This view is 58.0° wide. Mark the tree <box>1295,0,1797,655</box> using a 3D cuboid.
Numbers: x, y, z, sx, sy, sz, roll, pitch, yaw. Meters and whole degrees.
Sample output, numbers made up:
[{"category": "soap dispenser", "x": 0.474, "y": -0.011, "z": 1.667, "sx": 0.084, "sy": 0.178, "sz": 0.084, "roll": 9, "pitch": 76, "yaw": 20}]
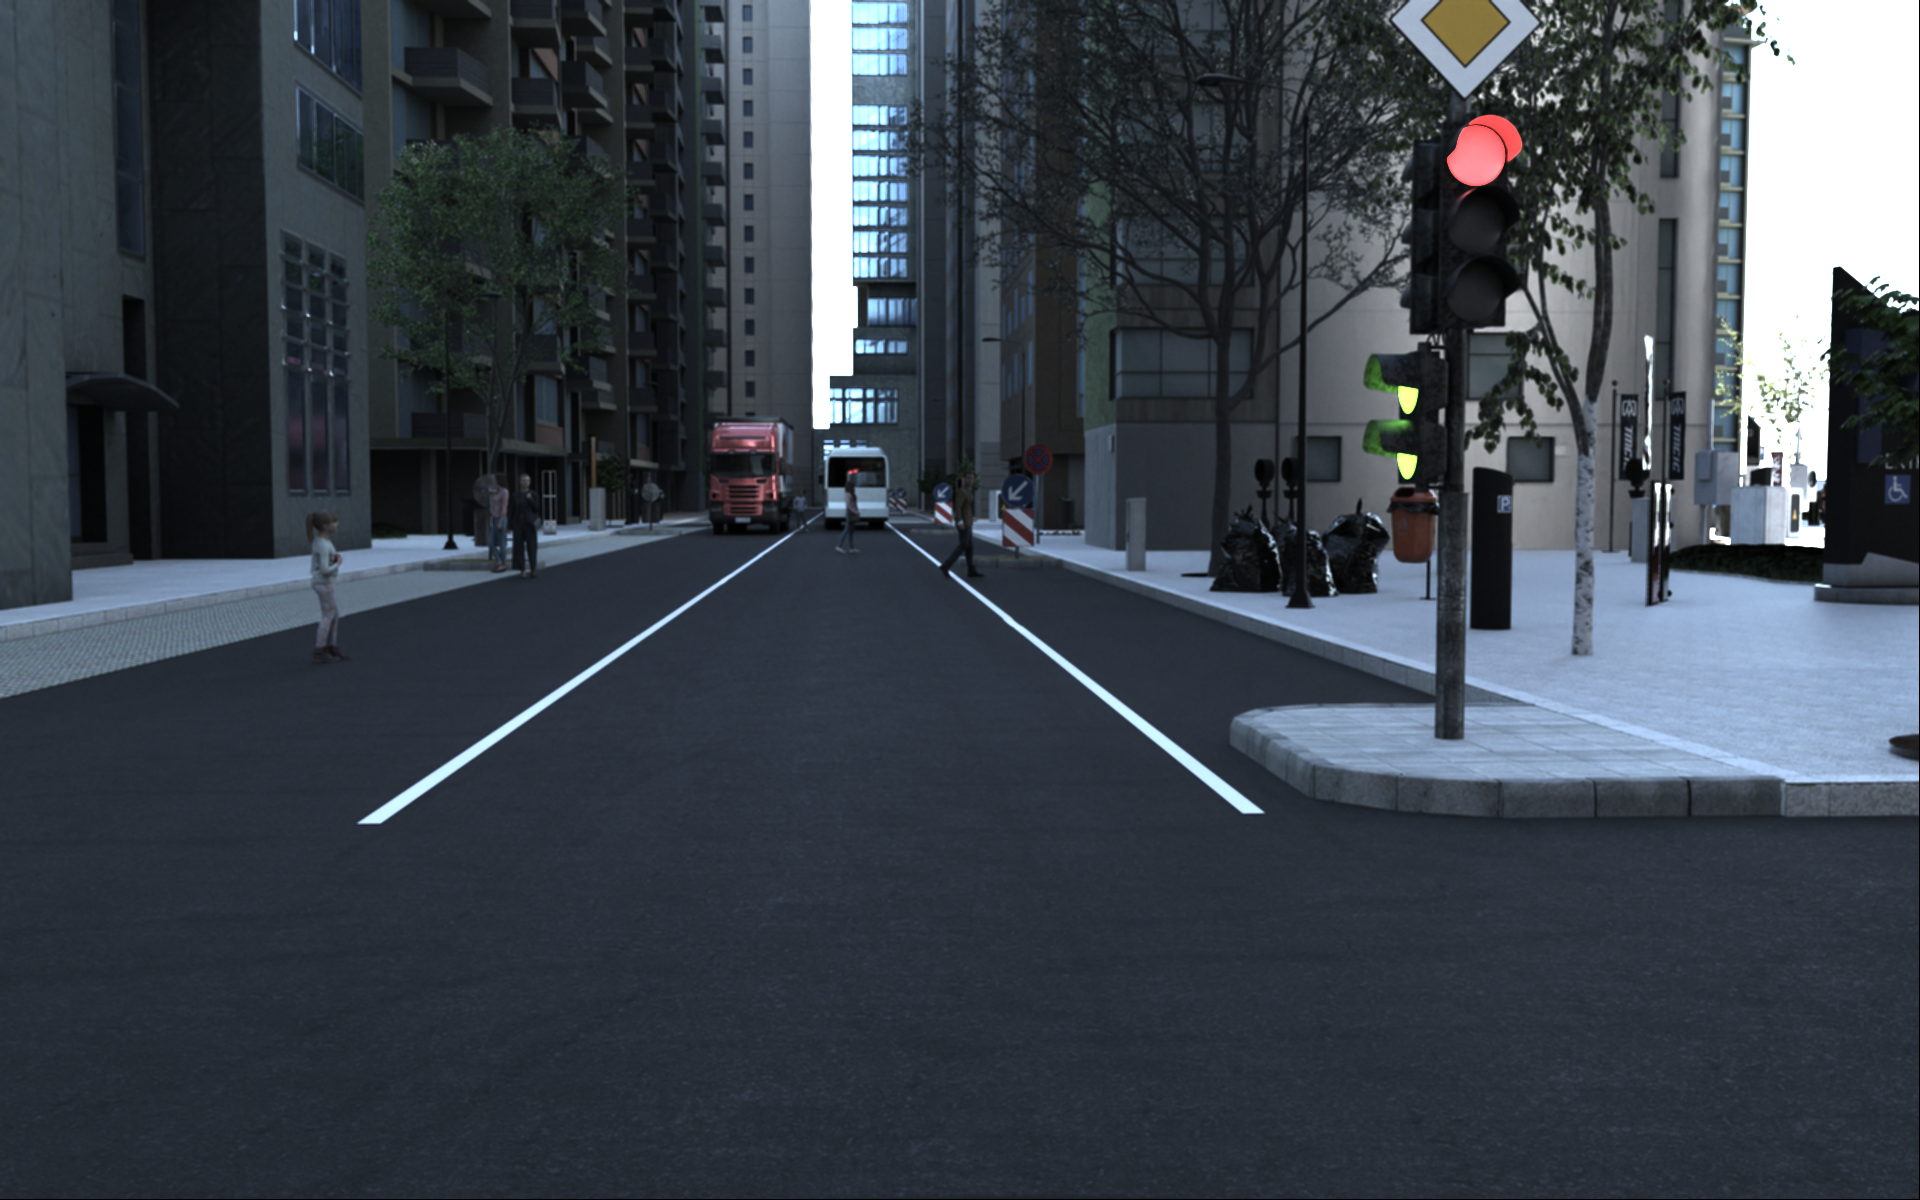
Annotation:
[{"category": "tree", "x": 4.763, "y": -3.874, "z": 13.698, "sx": 4.360, "sy": 8.622, "sz": 3.978, "roll": 0, "pitch": 3, "yaw": 0}]

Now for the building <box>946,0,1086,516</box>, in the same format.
[{"category": "building", "x": 6.292, "y": -28.965, "z": 123.691, "sx": 14.600, "sy": 45.320, "sz": 14.200, "roll": 0, "pitch": 4, "yaw": -4}]

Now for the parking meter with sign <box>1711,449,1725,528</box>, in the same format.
[{"category": "parking meter with sign", "x": 28.751, "y": -4.261, "z": 65.931, "sx": 0.543, "sy": 3.016, "sz": 1.738, "roll": 2, "pitch": 4, "yaw": 27}]

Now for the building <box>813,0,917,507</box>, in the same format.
[{"category": "building", "x": 0.430, "y": -52.965, "z": 178.657, "sx": 31.000, "sy": 86.520, "sz": 22.319, "roll": 0, "pitch": 4, "yaw": -4}]

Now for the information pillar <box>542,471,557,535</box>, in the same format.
[{"category": "information pillar", "x": -12.924, "y": -3.060, "z": 54.530, "sx": 0.304, "sy": 2.012, "sz": 0.304, "roll": 1, "pitch": 4, "yaw": 21}]

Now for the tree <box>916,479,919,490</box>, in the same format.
[{"category": "tree", "x": -2.350, "y": -7.664, "z": 119.914, "sx": 1.663, "sy": 3.219, "sz": 1.824, "roll": 0, "pitch": 3, "yaw": 0}]

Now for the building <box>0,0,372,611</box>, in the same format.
[{"category": "building", "x": -22.132, "y": -43.413, "z": 22.478, "sx": 22.319, "sy": 86.520, "sz": 31.000, "roll": 0, "pitch": 4, "yaw": -4}]

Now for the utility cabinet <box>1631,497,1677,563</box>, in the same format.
[{"category": "utility cabinet", "x": 12.900, "y": -1.289, "z": 32.237, "sx": 0.306, "sy": 1.237, "sz": 1.020, "roll": -1, "pitch": 4, "yaw": -11}]

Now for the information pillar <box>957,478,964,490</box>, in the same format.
[{"category": "information pillar", "x": 0.011, "y": -4.557, "z": 79.003, "sx": 0.304, "sy": 2.012, "sz": 0.304, "roll": 1, "pitch": 4, "yaw": 9}]

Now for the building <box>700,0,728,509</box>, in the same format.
[{"category": "building", "x": -35.180, "y": -32.105, "z": 144.528, "sx": 30.456, "sy": 49.044, "sz": 23.786, "roll": 0, "pitch": 4, "yaw": -4}]

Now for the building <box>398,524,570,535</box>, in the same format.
[{"category": "building", "x": -25.652, "y": -25.143, "z": 65.710, "sx": 22.147, "sy": 44.769, "sz": 28.867, "roll": 0, "pitch": 4, "yaw": -4}]

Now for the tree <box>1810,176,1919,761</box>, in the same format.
[{"category": "tree", "x": 4.998, "y": -0.845, "z": 8.412, "sx": 1.663, "sy": 3.219, "sz": 1.824, "roll": 0, "pitch": 3, "yaw": 0}]

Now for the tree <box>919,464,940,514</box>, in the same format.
[{"category": "tree", "x": -1.525, "y": -7.188, "z": 112.125, "sx": 1.663, "sy": 3.219, "sz": 1.824, "roll": 0, "pitch": 3, "yaw": 0}]

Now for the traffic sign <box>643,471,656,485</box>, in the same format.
[{"category": "traffic sign", "x": -13.935, "y": -4.627, "z": 77.774, "sx": 0.606, "sy": 2.300, "sz": 0.079, "roll": 0, "pitch": 4, "yaw": 1}]

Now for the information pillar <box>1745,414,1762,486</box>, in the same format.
[{"category": "information pillar", "x": 23.056, "y": -3.611, "z": 50.389, "sx": 0.183, "sy": 3.616, "sz": 0.504, "roll": -1, "pitch": 4, "yaw": -22}]

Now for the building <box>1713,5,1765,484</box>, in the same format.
[{"category": "building", "x": 53.732, "y": -30.394, "z": 151.560, "sx": 28.867, "sy": 44.769, "sz": 22.147, "roll": 0, "pitch": 4, "yaw": -4}]

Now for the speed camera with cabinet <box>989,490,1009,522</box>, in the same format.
[{"category": "speed camera with cabinet", "x": 2.350, "y": -5.247, "z": 80.124, "sx": 2.038, "sy": 3.252, "sz": 0.660, "roll": -2, "pitch": 4, "yaw": -32}]

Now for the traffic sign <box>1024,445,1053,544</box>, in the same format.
[{"category": "traffic sign", "x": 2.017, "y": -2.728, "z": 44.705, "sx": 0.768, "sy": 2.556, "sz": 0.104, "roll": 0, "pitch": 4, "yaw": -2}]

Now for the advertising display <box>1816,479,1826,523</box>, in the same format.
[{"category": "advertising display", "x": 38.120, "y": -4.341, "z": 76.186, "sx": 0.974, "sy": 1.923, "sz": 0.123, "roll": 1, "pitch": 4, "yaw": 23}]

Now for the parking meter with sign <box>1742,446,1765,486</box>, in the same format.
[{"category": "parking meter with sign", "x": 28.869, "y": -4.098, "z": 63.261, "sx": 0.543, "sy": 3.016, "sz": 1.738, "roll": 1, "pitch": 4, "yaw": 12}]

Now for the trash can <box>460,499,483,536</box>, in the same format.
[{"category": "trash can", "x": -14.810, "y": -2.506, "z": 52.634, "sx": 0.748, "sy": 1.137, "sz": 0.748, "roll": 0, "pitch": 3, "yaw": 0}]

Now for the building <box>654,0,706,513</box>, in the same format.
[{"category": "building", "x": -25.271, "y": -26.612, "z": 118.707, "sx": 14.154, "sy": 41.232, "sz": 14.086, "roll": 0, "pitch": 4, "yaw": -4}]

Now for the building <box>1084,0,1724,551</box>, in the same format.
[{"category": "building", "x": 10.078, "y": -22.109, "z": 45.085, "sx": 14.154, "sy": 41.232, "sz": 14.086, "roll": 0, "pitch": 4, "yaw": -4}]

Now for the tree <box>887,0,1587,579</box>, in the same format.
[{"category": "tree", "x": 4.158, "y": -7.098, "z": 26.427, "sx": 12.009, "sy": 13.543, "sz": 11.850, "roll": 0, "pitch": 3, "yaw": 0}]

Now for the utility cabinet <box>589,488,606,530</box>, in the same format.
[{"category": "utility cabinet", "x": -12.690, "y": -3.176, "z": 60.602, "sx": 0.318, "sy": 1.500, "sz": 1.173, "roll": 0, "pitch": 4, "yaw": 2}]

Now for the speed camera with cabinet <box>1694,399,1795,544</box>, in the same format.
[{"category": "speed camera with cabinet", "x": 16.026, "y": -2.522, "z": 35.569, "sx": 0.660, "sy": 3.252, "sz": 2.038, "roll": -1, "pitch": 4, "yaw": -18}]

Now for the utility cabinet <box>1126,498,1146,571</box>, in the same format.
[{"category": "utility cabinet", "x": 2.962, "y": -1.108, "z": 29.275, "sx": 0.306, "sy": 1.237, "sz": 1.020, "roll": 0, "pitch": 4, "yaw": 3}]

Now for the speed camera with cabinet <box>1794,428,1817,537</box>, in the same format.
[{"category": "speed camera with cabinet", "x": 24.899, "y": -3.509, "z": 51.701, "sx": 2.038, "sy": 3.252, "sz": 0.660, "roll": -3, "pitch": 5, "yaw": -43}]

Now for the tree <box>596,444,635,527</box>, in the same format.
[{"category": "tree", "x": -13.404, "y": -4.423, "z": 66.918, "sx": 1.663, "sy": 3.219, "sz": 1.824, "roll": 0, "pitch": 3, "yaw": 0}]

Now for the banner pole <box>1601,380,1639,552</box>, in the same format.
[{"category": "banner pole", "x": 14.601, "y": -2.947, "z": 38.199, "sx": 0.863, "sy": 3.779, "sz": 0.401, "roll": -1, "pitch": 4, "yaw": -17}]

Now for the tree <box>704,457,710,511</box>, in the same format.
[{"category": "tree", "x": -18.778, "y": -9.085, "z": 132.248, "sx": 4.285, "sy": 4.588, "sz": 4.351, "roll": 0, "pitch": 3, "yaw": 0}]

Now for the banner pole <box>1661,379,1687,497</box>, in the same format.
[{"category": "banner pole", "x": 15.418, "y": -2.906, "z": 37.536, "sx": 0.401, "sy": 3.779, "sz": 0.863, "roll": -1, "pitch": 4, "yaw": -17}]

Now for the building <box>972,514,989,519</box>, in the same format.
[{"category": "building", "x": 10.633, "y": -34.272, "z": 102.354, "sx": 21.231, "sy": 58.520, "sz": 28.212, "roll": 0, "pitch": 4, "yaw": -4}]

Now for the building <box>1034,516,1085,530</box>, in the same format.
[{"category": "building", "x": 9.066, "y": -25.500, "z": 67.042, "sx": 14.600, "sy": 45.320, "sz": 14.200, "roll": 0, "pitch": 4, "yaw": -4}]

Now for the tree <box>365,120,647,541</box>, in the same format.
[{"category": "tree", "x": -12.741, "y": -7.449, "z": 47.544, "sx": 9.928, "sy": 11.665, "sz": 9.643, "roll": 0, "pitch": 3, "yaw": 0}]

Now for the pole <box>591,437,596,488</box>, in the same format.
[{"category": "pole", "x": -13.045, "y": -4.152, "z": 61.728, "sx": 0.158, "sy": 3.312, "sz": 0.155, "roll": 0, "pitch": 3, "yaw": 0}]

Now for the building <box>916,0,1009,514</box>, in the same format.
[{"category": "building", "x": 6.845, "y": -36.869, "z": 144.813, "sx": 21.231, "sy": 58.520, "sz": 28.212, "roll": 0, "pitch": 4, "yaw": -4}]

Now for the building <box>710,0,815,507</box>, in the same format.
[{"category": "building", "x": -29.064, "y": -38.827, "z": 176.823, "sx": 28.212, "sy": 58.520, "sz": 21.231, "roll": 0, "pitch": 4, "yaw": -4}]

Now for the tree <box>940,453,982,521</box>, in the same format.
[{"category": "tree", "x": 0.181, "y": -5.355, "z": 82.149, "sx": 1.663, "sy": 3.219, "sz": 1.824, "roll": 0, "pitch": 3, "yaw": 0}]

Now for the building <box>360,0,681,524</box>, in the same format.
[{"category": "building", "x": -27.669, "y": -27.055, "z": 96.968, "sx": 22.147, "sy": 44.769, "sz": 28.867, "roll": 0, "pitch": 4, "yaw": -4}]
